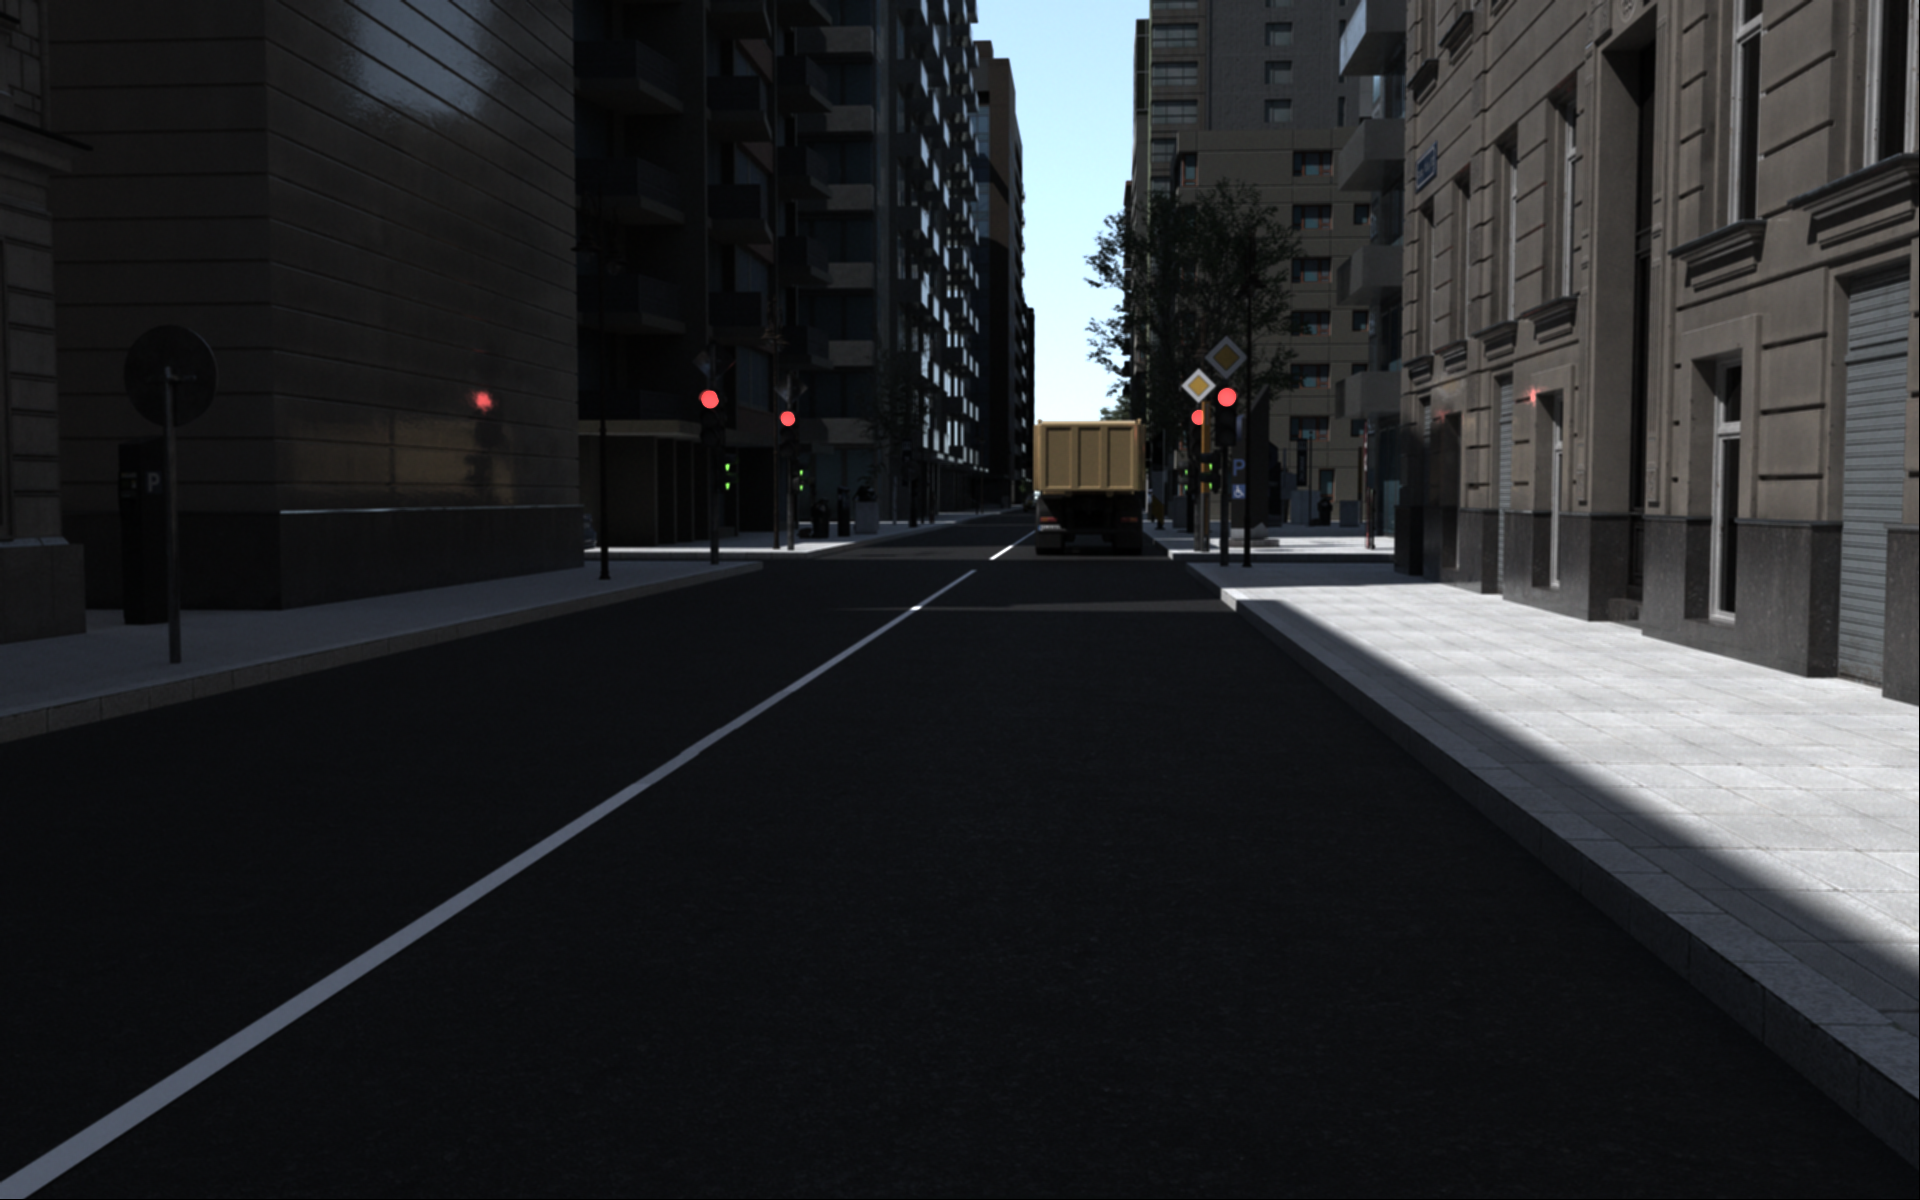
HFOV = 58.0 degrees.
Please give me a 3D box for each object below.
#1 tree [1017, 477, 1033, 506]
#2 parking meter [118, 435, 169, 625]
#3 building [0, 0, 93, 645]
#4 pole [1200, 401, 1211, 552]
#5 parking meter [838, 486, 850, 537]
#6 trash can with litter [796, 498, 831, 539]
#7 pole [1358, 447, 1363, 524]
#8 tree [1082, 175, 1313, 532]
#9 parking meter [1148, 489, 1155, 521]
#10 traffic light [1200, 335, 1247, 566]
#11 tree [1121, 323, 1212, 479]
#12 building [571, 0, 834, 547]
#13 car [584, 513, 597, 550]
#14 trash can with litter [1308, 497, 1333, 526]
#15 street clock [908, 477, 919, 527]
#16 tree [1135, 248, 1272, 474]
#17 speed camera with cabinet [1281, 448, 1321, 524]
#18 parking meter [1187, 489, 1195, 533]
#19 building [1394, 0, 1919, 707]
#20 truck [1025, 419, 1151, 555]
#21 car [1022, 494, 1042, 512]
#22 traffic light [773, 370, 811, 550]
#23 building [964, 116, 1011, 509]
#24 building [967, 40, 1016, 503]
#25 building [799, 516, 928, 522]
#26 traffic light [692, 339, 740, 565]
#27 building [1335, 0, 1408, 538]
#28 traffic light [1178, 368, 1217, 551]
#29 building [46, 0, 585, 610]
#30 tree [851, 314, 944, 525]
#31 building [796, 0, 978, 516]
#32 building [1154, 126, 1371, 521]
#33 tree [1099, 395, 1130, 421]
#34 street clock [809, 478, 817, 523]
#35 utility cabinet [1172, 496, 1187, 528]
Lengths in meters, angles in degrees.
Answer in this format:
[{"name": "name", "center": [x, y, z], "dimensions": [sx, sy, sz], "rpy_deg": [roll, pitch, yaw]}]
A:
[{"name": "tree", "center": [7.281, -11.998, 190.768], "dimensions": [1.663, 3.219, 1.824], "rpy_deg": [0, 3, 0]}, {"name": "parking meter", "center": [-8.056, -0.695, 17.082], "dimensions": [0.255, 1.863, 0.399], "rpy_deg": [1, 4, 17]}, {"name": "building", "center": [-13.451, -8.692, 6.738], "dimensions": [10.561, 19.102, 19.286], "rpy_deg": [0, 4, 4]}, {"name": "pole", "center": [5.410, -2.710, 38.145], "dimensions": [0.158, 3.312, 0.155], "rpy_deg": [0, 3, 0]}, {"name": "parking meter", "center": [-3.513, -2.687, 52.348], "dimensions": [0.372, 1.533, 0.369], "rpy_deg": [0, 3, 0]}, {"name": "trash can with litter", "center": [-4.251, -2.367, 50.092], "dimensions": [1.055, 1.170, 0.624], "rpy_deg": [2, 4, 25]}, {"name": "pole", "center": [17.284, -4.950, 74.780], "dimensions": [0.158, 3.312, 0.155], "rpy_deg": [0, 3, 0]}, {"name": "tree", "center": [7.858, -8.083, 57.913], "dimensions": [9.928, 11.665, 9.643], "rpy_deg": [0, 3, 0]}, {"name": "parking meter", "center": [9.246, -4.600, 83.616], "dimensions": [0.372, 1.533, 0.369], "rpy_deg": [0, 3, 0]}, {"name": "traffic light", "center": [4.688, -2.557, 30.732], "dimensions": [0.839, 4.253, 0.868], "rpy_deg": [0, 4, 4]}, {"name": "tree", "center": [8.746, -7.578, 74.269], "dimensions": [4.737, 8.622, 4.395], "rpy_deg": [0, 3, 0]}, {"name": "building", "center": [-16.092, -24.440, 54.215], "dimensions": [22.147, 44.769, 28.867], "rpy_deg": [0, 4, 4]}, {"name": "car", "center": [-9.905, -1.481, 36.211], "dimensions": [4.499, 1.417, 2.014], "rpy_deg": [0, 4, 4]}, {"name": "trash can with litter", "center": [14.499, -3.574, 69.827], "dimensions": [0.624, 1.170, 1.055], "rpy_deg": [-3, 4, -38]}, {"name": "street clock", "center": [-1.783, -3.804, 66.769], "dimensions": [0.358, 2.002, 0.471], "rpy_deg": [2, 4, 32]}, {"name": "tree", "center": [7.257, -6.186, 51.505], "dimensions": [4.360, 8.622, 3.978], "rpy_deg": [0, 3, 0]}, {"name": "speed camera with cabinet", "center": [15.557, -5.231, 79.856], "dimensions": [2.038, 3.252, 0.660], "rpy_deg": [0, 4, -5]}, {"name": "parking meter", "center": [7.677, -2.981, 57.152], "dimensions": [0.372, 1.533, 0.369], "rpy_deg": [0, 3, 0]}, {"name": "building", "center": [11.876, -13.336, 15.310], "dimensions": [12.463, 27.353, 25.104], "rpy_deg": [0, 4, 4]}, {"name": "truck", "center": [3.286, -2.959, 44.297], "dimensions": [3.469, 3.379, 9.791], "rpy_deg": [0, 4, 4]}, {"name": "car", "center": [6.021, -7.913, 139.603], "dimensions": [2.015, 1.641, 3.980], "rpy_deg": [0, 4, 5]}, {"name": "traffic light", "center": [-3.840, -3.086, 39.372], "dimensions": [0.839, 4.253, 0.868], "rpy_deg": [0, 4, 4]}, {"name": "building", "center": [-11.757, -28.499, 157.838], "dimensions": [32.217, 40.220, 23.993], "rpy_deg": [0, 4, 4]}, {"name": "building", "center": [-1.599, -32.166, 176.026], "dimensions": [14.600, 45.320, 14.200], "rpy_deg": [0, 4, 4]}, {"name": "building", "center": [-12.326, -28.862, 91.498], "dimensions": [23.786, 49.044, 30.456], "rpy_deg": [0, 4, 4]}, {"name": "traffic light", "center": [-4.448, -2.599, 31.410], "dimensions": [0.839, 4.253, 0.868], "rpy_deg": [0, 4, 4]}, {"name": "building", "center": [26.749, -26.370, 50.765], "dimensions": [30.456, 49.044, 23.786], "rpy_deg": [0, 4, 4]}, {"name": "traffic light", "center": [5.296, -3.044, 38.694], "dimensions": [0.839, 4.253, 0.868], "rpy_deg": [0, 4, 4]}, {"name": "building", "center": [-19.119, -13.925, 24.941], "dimensions": [25.104, 27.353, 12.463], "rpy_deg": [0, 4, 4]}, {"name": "tree", "center": [-2.705, -7.415, 71.599], "dimensions": [4.360, 8.622, 3.978], "rpy_deg": [0, 3, 0]}, {"name": "building", "center": [-10.228, -31.229, 130.200], "dimensions": [23.786, 49.044, 30.456], "rpy_deg": [0, 4, 4]}, {"name": "building", "center": [25.248, -15.356, 96.102], "dimensions": [27.650, 21.520, 28.899], "rpy_deg": [0, 4, 4]}, {"name": "tree", "center": [18.397, -17.052, 196.935], "dimensions": [7.486, 12.596, 7.792], "rpy_deg": [0, 3, 0]}, {"name": "street clock", "center": [-6.467, -4.383, 76.230], "dimensions": [0.358, 2.002, 0.471], "rpy_deg": [0, 4, 4]}, {"name": "utility cabinet", "center": [8.490, -3.292, 64.980], "dimensions": [1.020, 1.237, 0.306], "rpy_deg": [-1, 4, -22]}]
